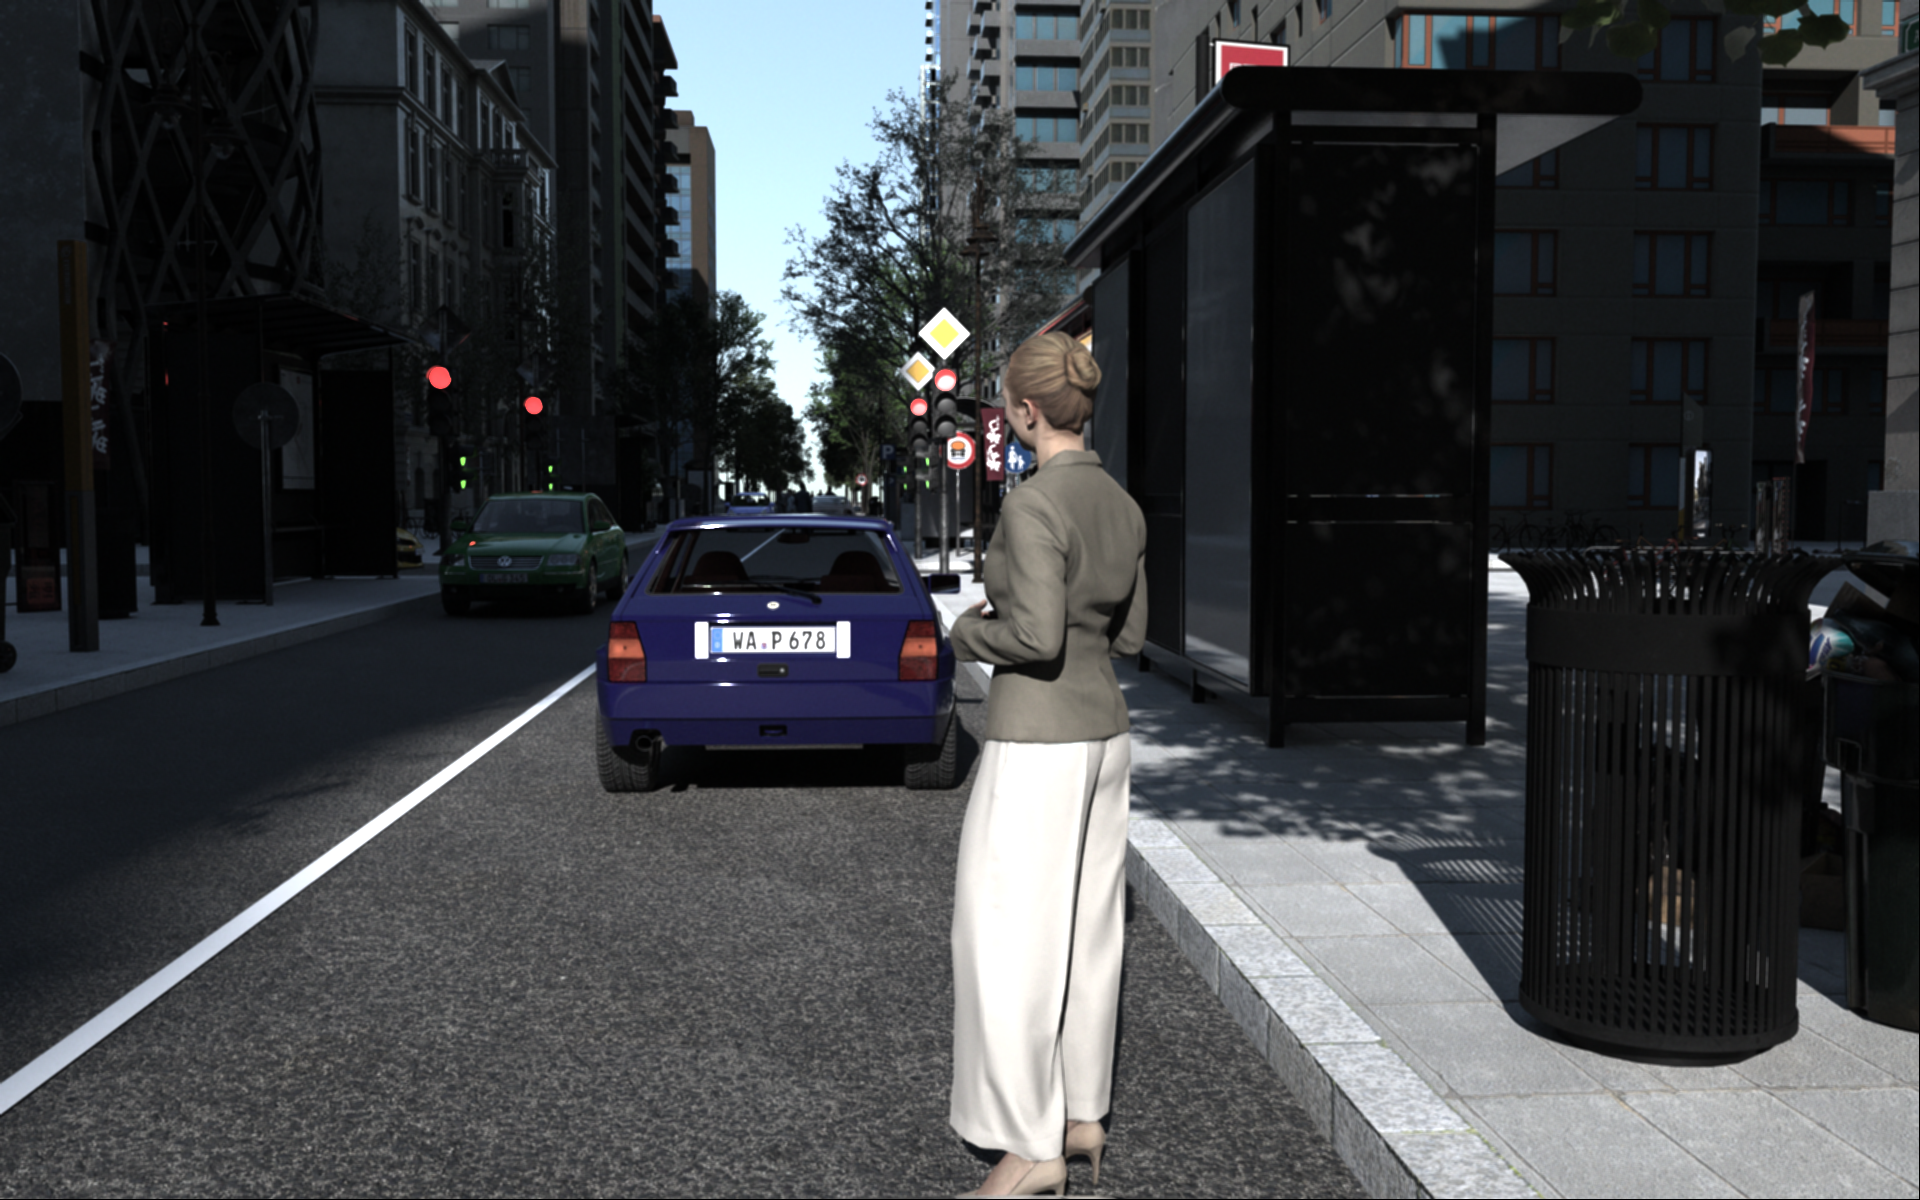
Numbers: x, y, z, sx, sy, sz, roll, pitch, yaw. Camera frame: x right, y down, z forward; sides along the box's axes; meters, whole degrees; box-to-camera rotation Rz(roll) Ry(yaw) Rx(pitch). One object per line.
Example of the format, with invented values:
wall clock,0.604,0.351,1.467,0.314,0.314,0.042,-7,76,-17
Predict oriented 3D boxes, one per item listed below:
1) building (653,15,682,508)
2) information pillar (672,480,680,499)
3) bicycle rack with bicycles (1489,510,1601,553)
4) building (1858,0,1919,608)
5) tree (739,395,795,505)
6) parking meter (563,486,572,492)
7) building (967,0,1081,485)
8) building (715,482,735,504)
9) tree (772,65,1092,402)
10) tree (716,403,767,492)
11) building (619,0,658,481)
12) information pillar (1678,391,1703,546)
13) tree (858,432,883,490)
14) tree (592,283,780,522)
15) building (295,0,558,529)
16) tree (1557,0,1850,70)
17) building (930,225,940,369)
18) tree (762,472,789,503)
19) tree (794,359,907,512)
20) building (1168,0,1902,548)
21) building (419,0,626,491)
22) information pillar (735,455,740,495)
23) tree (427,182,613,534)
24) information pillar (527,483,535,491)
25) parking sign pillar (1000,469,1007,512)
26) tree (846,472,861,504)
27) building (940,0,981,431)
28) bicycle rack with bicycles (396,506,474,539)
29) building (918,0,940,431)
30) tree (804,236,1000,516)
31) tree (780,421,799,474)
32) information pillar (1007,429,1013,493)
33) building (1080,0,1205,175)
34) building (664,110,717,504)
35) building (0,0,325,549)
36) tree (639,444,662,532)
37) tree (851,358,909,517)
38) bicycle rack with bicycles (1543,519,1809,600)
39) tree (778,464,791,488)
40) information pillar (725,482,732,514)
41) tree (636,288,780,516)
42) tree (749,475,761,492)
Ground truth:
building,-37.095,-30.695,156.483,22.147,44.769,28.867,0,4,-4
information pillar,-15.022,-5.327,91.580,0.304,2.012,0.304,1,4,21
bicycle rack with bicycles,13.249,-1.483,37.628,2.852,0.926,2.925,-2,4,-25
building,16.766,-13.443,7.183,14.401,28.519,23.554,0,4,-4
tree,-21.247,-17.326,200.287,9.611,12.733,9.660,0,3,0
parking meter,-12.229,-2.803,54.232,0.372,1.533,0.369,0,3,0
building,12.222,-31.464,134.048,23.786,49.044,30.456,0,4,-4
building,-49.015,-34.083,249.138,32.217,40.220,23.993,0,4,-4
tree,-0.536,-8.581,50.672,12.009,13.543,11.850,0,3,0
tree,-16.484,-11.083,131.572,4.737,8.622,4.395,0,3,0
building,-34.970,-31.044,131.269,21.300,48.544,21.600,0,4,-4
information pillar,16.624,-2.941,39.435,0.504,3.616,0.183,0,4,-2
tree,-7.716,-12.000,146.564,4.737,8.622,4.395,0,3,0
tree,-12.718,-8.671,76.176,7.601,10.594,8.767,0,4,6
building,-26.730,-15.929,79.531,14.460,24.649,34.723,0,4,-4
tree,2.620,-5.088,1.322,7.486,12.596,7.792,0,3,0
building,8.897,-32.650,225.704,32.217,40.220,23.993,0,4,-4
tree,-24.133,-15.136,231.191,4.285,4.588,4.351,0,3,0
tree,-6.965,-12.835,126.855,9.611,12.733,9.660,0,3,0
building,23.508,-12.835,54.892,28.899,21.520,27.650,0,4,-4
building,-30.086,-26.324,113.993,14.154,41.232,14.086,0,4,-4
information pillar,-13.232,-6.825,102.951,0.183,3.616,0.504,-2,4,-32
tree,-10.019,-5.547,41.055,4.360,8.622,3.978,0,3,0
information pillar,-18.460,-4.298,74.760,0.304,2.012,0.304,1,4,12
parking sign pillar,2.294,-6.146,88.958,1.447,3.967,1.447,3,5,41
tree,-13.806,-15.105,230.684,4.285,4.588,4.351,0,3,0
building,8.584,-37.973,162.851,21.231,58.520,28.212,0,4,-4
bicycle rack with bicycles,-14.901,-2.242,50.045,2.852,0.926,2.925,-3,5,-43
building,2.818,-57.474,252.371,22.319,86.520,31.000,0,4,-4
tree,-1.887,-8.799,69.612,9.928,11.665,9.643,0,3,0
tree,-20.430,-15.192,182.809,7.601,10.594,8.767,0,4,2
information pillar,1.739,-4.201,60.041,0.183,3.616,0.504,1,4,21
building,19.842,-24.876,98.609,32.217,40.220,23.993,0,4,-4
building,-36.364,-34.003,206.051,14.600,45.320,14.200,0,4,-4
building,-26.919,-11.036,47.897,16.820,18.784,16.811,0,4,-4
tree,-10.932,-3.895,58.292,1.663,3.219,1.824,0,3,0
tree,-3.748,-8.545,90.077,4.360,8.622,3.978,0,3,0
bicycle rack with bicycles,8.836,-0.469,21.053,2.925,0.926,2.852,1,4,12
tree,-24.998,-17.753,240.628,4.360,8.622,3.978,0,3,0
information pillar,-13.867,-6.066,103.672,0.304,2.012,0.304,-3,5,-39
tree,-12.622,-9.841,86.652,9.928,11.665,9.643,0,3,0
tree,-18.506,-9.879,156.129,1.663,3.219,1.824,0,3,0
